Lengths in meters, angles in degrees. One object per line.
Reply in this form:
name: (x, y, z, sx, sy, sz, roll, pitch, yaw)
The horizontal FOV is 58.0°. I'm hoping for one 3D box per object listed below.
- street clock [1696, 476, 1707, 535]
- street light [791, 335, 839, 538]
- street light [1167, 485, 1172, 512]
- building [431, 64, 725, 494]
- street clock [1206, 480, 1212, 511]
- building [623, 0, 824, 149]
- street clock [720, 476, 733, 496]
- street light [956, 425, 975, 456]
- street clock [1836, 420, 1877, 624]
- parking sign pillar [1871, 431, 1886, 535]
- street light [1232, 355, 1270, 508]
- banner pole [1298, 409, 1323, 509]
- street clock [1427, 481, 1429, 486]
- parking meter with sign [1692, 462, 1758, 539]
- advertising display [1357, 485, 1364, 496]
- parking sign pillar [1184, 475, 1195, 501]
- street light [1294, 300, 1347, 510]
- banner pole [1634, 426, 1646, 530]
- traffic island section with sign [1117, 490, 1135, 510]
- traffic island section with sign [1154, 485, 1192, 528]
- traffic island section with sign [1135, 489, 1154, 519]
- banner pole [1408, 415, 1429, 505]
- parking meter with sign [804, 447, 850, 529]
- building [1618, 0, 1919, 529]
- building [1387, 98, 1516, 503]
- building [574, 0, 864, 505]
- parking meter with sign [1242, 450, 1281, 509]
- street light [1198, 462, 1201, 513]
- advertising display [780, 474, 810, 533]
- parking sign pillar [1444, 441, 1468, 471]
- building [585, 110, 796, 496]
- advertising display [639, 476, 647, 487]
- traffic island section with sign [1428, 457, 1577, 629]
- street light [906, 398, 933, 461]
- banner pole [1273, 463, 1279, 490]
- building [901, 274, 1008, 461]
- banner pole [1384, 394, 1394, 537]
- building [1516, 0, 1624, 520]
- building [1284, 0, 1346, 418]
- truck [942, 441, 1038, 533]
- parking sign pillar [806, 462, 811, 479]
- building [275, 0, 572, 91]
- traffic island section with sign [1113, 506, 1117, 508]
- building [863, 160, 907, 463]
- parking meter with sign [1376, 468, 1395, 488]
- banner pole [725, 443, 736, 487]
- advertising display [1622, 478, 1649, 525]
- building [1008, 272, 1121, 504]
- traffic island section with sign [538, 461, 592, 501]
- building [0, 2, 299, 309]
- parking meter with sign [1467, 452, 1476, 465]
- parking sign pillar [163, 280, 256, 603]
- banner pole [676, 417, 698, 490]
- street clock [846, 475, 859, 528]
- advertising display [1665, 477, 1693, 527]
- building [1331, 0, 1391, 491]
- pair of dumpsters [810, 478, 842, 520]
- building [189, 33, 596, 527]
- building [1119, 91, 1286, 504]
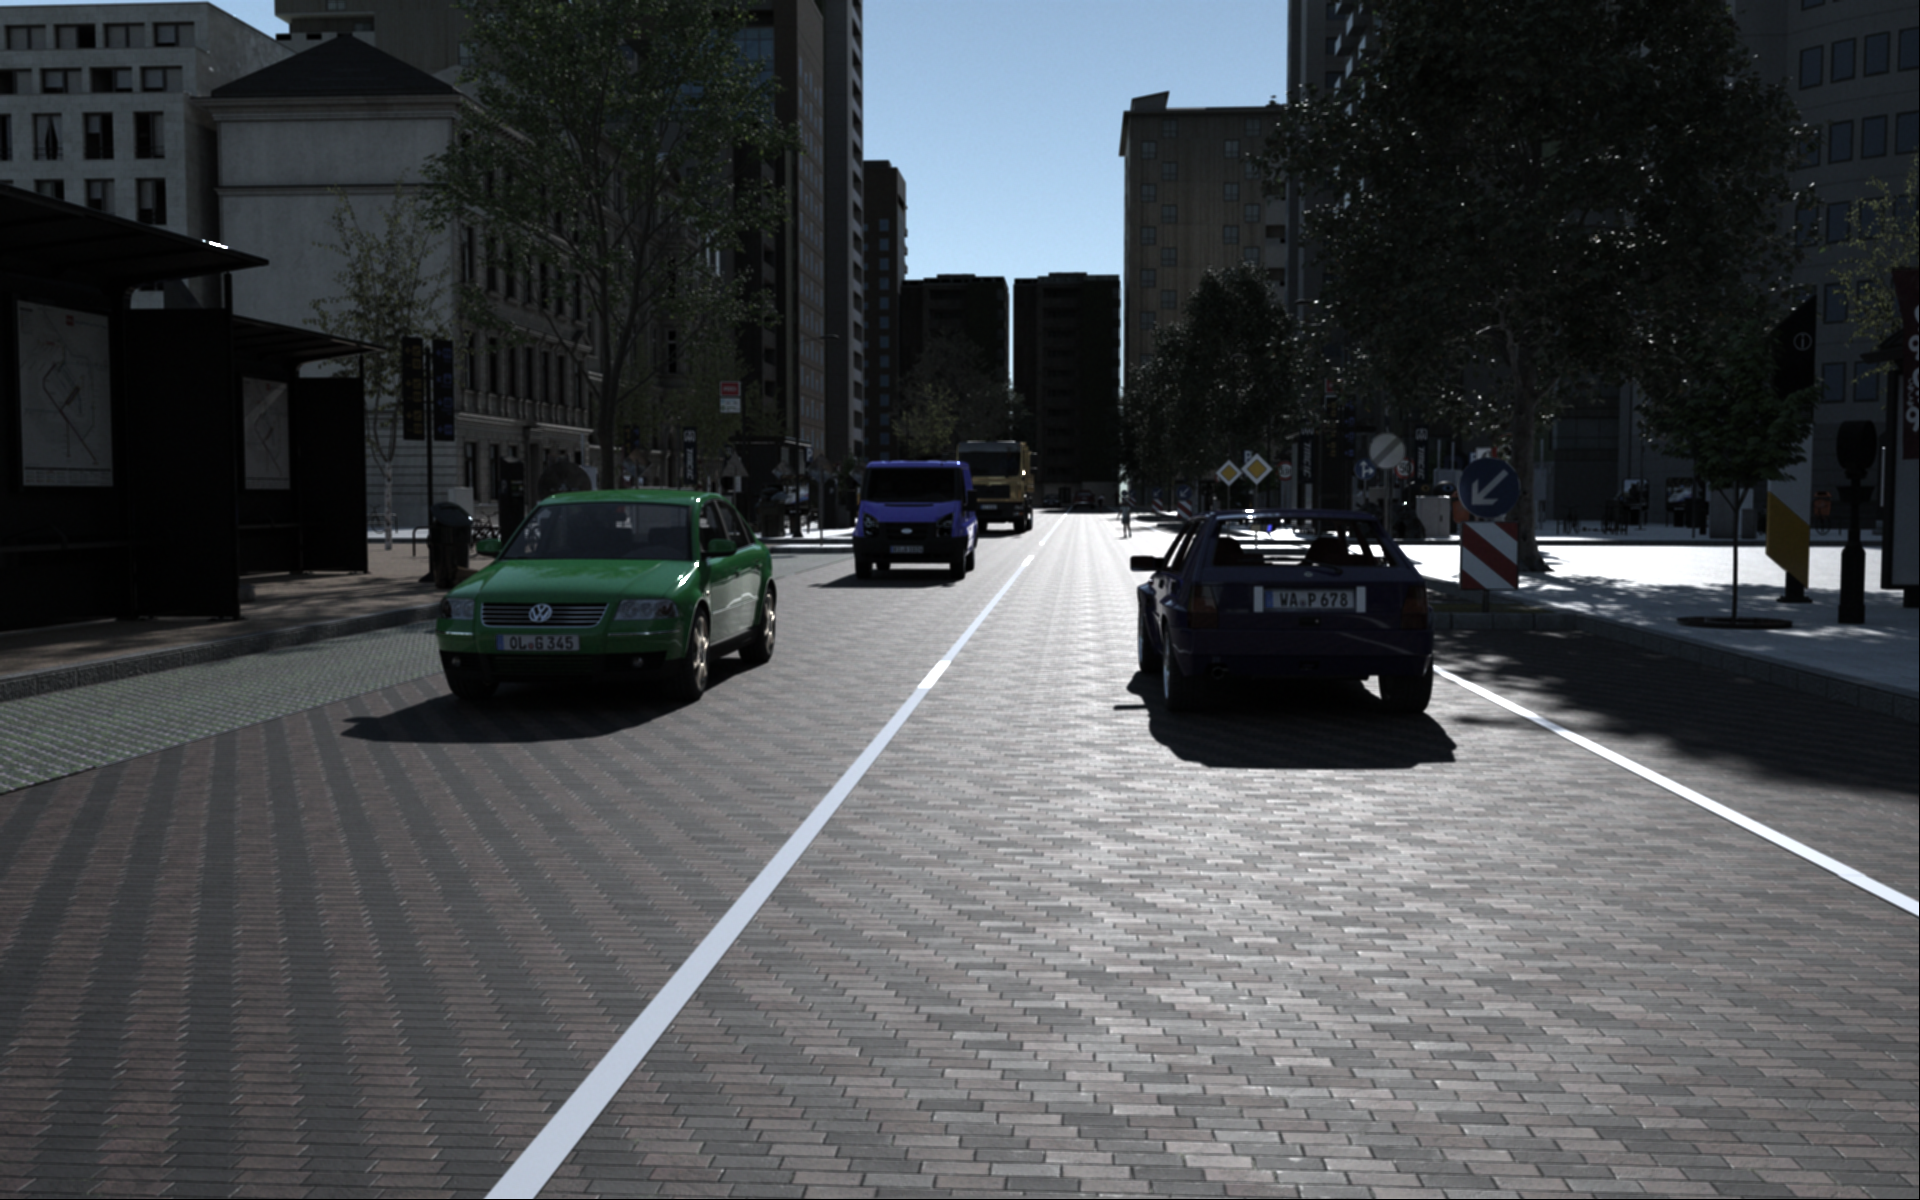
street clock: (23.503, -3.068, 54.733, 0.471, 2.002, 0.358, 2, 4, 27)
street light: (-4.243, -4.788, 50.827, 1.470, 5.913, 1.316, 0, 4, 4)
street light: (14.506, -9.281, 124.283, 1.470, 5.913, 1.316, 0, 4, 4)
building: (-22.694, -17.302, 101.973, 14.460, 24.649, 34.723, 0, 4, 4)
street clock: (13.185, -5.336, 91.816, 0.358, 2.002, 0.471, 1, 4, 9)
building: (-19.492, -30.444, 147.863, 14.600, 45.320, 14.200, 0, 4, 4)
street clock: (-9.235, -3.909, 68.476, 0.471, 2.002, 0.358, -1, 4, -20)
street light: (0.287, -8.786, 116.191, 1.470, 5.913, 1.316, 0, 4, 4)
street clock: (8.842, -0.768, 17.120, 0.471, 2.002, 0.358, -3, 5, -44)
parking sign pillar: (29.277, -4.005, 53.957, 1.447, 3.967, 1.447, -1, 4, -19)
street light: (9.749, -5.211, 57.748, 1.470, 5.913, 1.316, 0, 4, 4)
banner pole: (10.266, -3.696, 50.453, 0.863, 3.779, 0.401, 0, 4, -6)
street clock: (24.243, -5.235, 90.170, 0.358, 2.002, 0.471, 1, 4, 22)
parking meter with sign: (22.020, -3.278, 49.849, 1.738, 3.016, 0.543, 3, 4, 36)
advertising display: (27.013, -6.873, 117.585, 0.123, 1.923, 0.974, -3, 5, -43)
parking sign pillar: (16.034, -8.102, 120.946, 1.447, 3.967, 1.447, 0, 4, -8)
street light: (8.693, -4.221, 41.550, 1.470, 5.913, 1.316, 0, 4, 4)
banner pole: (24.302, -4.383, 61.683, 0.401, 3.779, 0.863, 1, 4, 14)
traffic island section with sign: (14.941, -8.743, 151.571, 1.989, 1.847, 2.006, 0, 4, 4)
traffic island section with sign: (9.509, -4.035, 74.606, 1.989, 1.847, 2.006, 0, 4, 4)
traffic island section with sign: (11.413, -5.680, 101.494, 1.989, 1.847, 2.006, 0, 4, 4)
banner pole: (14.459, -3.967, 54.871, 0.863, 3.779, 0.401, -1, 4, -9)
parking meter with sign: (-4.916, -4.174, 64.512, 1.738, 3.016, 0.543, 2, 4, 25)
building: (44.217, -32.282, 69.814, 28.212, 58.520, 21.231, 0, 4, 4)
building: (35.709, -21.068, 116.163, 14.160, 30.474, 14.107, 0, 4, 4)
building: (-24.432, -38.918, 178.305, 28.212, 58.520, 21.231, 0, 4, 4)
parking meter with sign: (11.838, -4.374, 67.783, 0.543, 3.016, 1.738, -3, 4, -37)
street light: (12.143, -7.282, 91.608, 1.470, 5.913, 1.316, 0, 4, 4)
advertising display: (-5.375, -3.139, 56.533, 0.974, 1.923, 0.123, 0, 4, 6)
parking sign pillar: (24.949, -6.030, 87.062, 1.447, 3.967, 1.447, -3, 5, -42)
building: (-20.796, -22.174, 134.246, 14.160, 30.474, 14.107, 0, 4, 4)
advertising display: (-11.741, -3.590, 63.904, 0.123, 1.923, 0.974, -2, 4, -25)
traffic island section with sign: (5.622, -0.657, 19.367, 1.989, 1.847, 2.006, 0, 4, 4)
street light: (-2.007, -6.787, 83.511, 1.470, 5.913, 1.316, 0, 4, 4)
banner pole: (22.704, -8.157, 123.382, 0.863, 3.779, 0.401, 2, 4, 25)
building: (-0.618, -28.075, 230.721, 14.107, 30.474, 14.160, 0, 4, 4)
banner pole: (9.555, -2.972, 38.617, 0.401, 3.779, 0.863, 2, 4, 29)
building: (36.359, -24.819, 89.381, 14.154, 41.232, 14.086, 0, 4, 4)
building: (42.608, -38.395, 169.758, 21.231, 58.520, 28.212, 0, 4, 4)
truck: (1.365, -4.295, 66.142, 3.469, 3.379, 9.791, 0, 4, 5)
parking sign pillar: (-8.532, -6.312, 91.667, 1.447, 3.967, 1.447, 2, 4, 26)
building: (-52.890, -35.943, 176.899, 27.495, 52.752, 28.713, 0, 4, 4)
traffic island section with sign: (16.878, -10.426, 179.090, 1.989, 1.847, 2.006, 0, 4, 4)
building: (-14.702, -35.574, 231.753, 14.200, 45.320, 14.600, 0, 4, 4)
parking meter with sign: (26.889, -6.979, 110.366, 1.738, 3.016, 0.543, -1, 4, -8)
banner pole: (-10.193, -5.338, 77.290, 0.863, 3.779, 0.401, 2, 4, 34)
advertising display: (27.706, -4.032, 71.141, 0.974, 1.923, 0.123, 0, 4, 8)
building: (14.065, -27.969, 228.996, 14.107, 30.474, 14.160, 0, 4, 4)
traffic island section with sign: (-4.716, -0.706, 20.170, 1.989, 1.847, 2.006, 0, 4, 4)
building: (-37.305, -13.255, 71.479, 16.860, 20.320, 10.420, 0, 4, 4)
parking meter with sign: (21.185, -4.671, 72.624, 0.543, 3.016, 1.738, 0, 4, -8)
parking sign pillar: (-9.127, -1.953, 20.411, 1.447, 3.967, 1.447, 3, 5, 42)
banner pole: (-8.955, -4.067, 56.512, 0.863, 3.779, 0.401, -2, 4, -29)
street clock: (-4.127, -3.783, 66.428, 0.471, 2.002, 0.358, 1, 4, 12)
advertising display: (28.029, -3.809, 67.498, 0.974, 1.923, 0.123, 1, 4, 16)
building: (42.328, -31.772, 139.088, 23.786, 49.044, 30.456, 0, 4, 4)
pair of dumpsters: (-6.827, -5.064, 85.295, 1.574, 2.255, 4.437, 0, 4, 4)
building: (-23.209, -12.877, 75.159, 10.561, 19.102, 19.286, 0, 4, 4)
building: (35.510, -39.478, 234.703, 27.495, 52.752, 28.713, 0, 4, 4)
